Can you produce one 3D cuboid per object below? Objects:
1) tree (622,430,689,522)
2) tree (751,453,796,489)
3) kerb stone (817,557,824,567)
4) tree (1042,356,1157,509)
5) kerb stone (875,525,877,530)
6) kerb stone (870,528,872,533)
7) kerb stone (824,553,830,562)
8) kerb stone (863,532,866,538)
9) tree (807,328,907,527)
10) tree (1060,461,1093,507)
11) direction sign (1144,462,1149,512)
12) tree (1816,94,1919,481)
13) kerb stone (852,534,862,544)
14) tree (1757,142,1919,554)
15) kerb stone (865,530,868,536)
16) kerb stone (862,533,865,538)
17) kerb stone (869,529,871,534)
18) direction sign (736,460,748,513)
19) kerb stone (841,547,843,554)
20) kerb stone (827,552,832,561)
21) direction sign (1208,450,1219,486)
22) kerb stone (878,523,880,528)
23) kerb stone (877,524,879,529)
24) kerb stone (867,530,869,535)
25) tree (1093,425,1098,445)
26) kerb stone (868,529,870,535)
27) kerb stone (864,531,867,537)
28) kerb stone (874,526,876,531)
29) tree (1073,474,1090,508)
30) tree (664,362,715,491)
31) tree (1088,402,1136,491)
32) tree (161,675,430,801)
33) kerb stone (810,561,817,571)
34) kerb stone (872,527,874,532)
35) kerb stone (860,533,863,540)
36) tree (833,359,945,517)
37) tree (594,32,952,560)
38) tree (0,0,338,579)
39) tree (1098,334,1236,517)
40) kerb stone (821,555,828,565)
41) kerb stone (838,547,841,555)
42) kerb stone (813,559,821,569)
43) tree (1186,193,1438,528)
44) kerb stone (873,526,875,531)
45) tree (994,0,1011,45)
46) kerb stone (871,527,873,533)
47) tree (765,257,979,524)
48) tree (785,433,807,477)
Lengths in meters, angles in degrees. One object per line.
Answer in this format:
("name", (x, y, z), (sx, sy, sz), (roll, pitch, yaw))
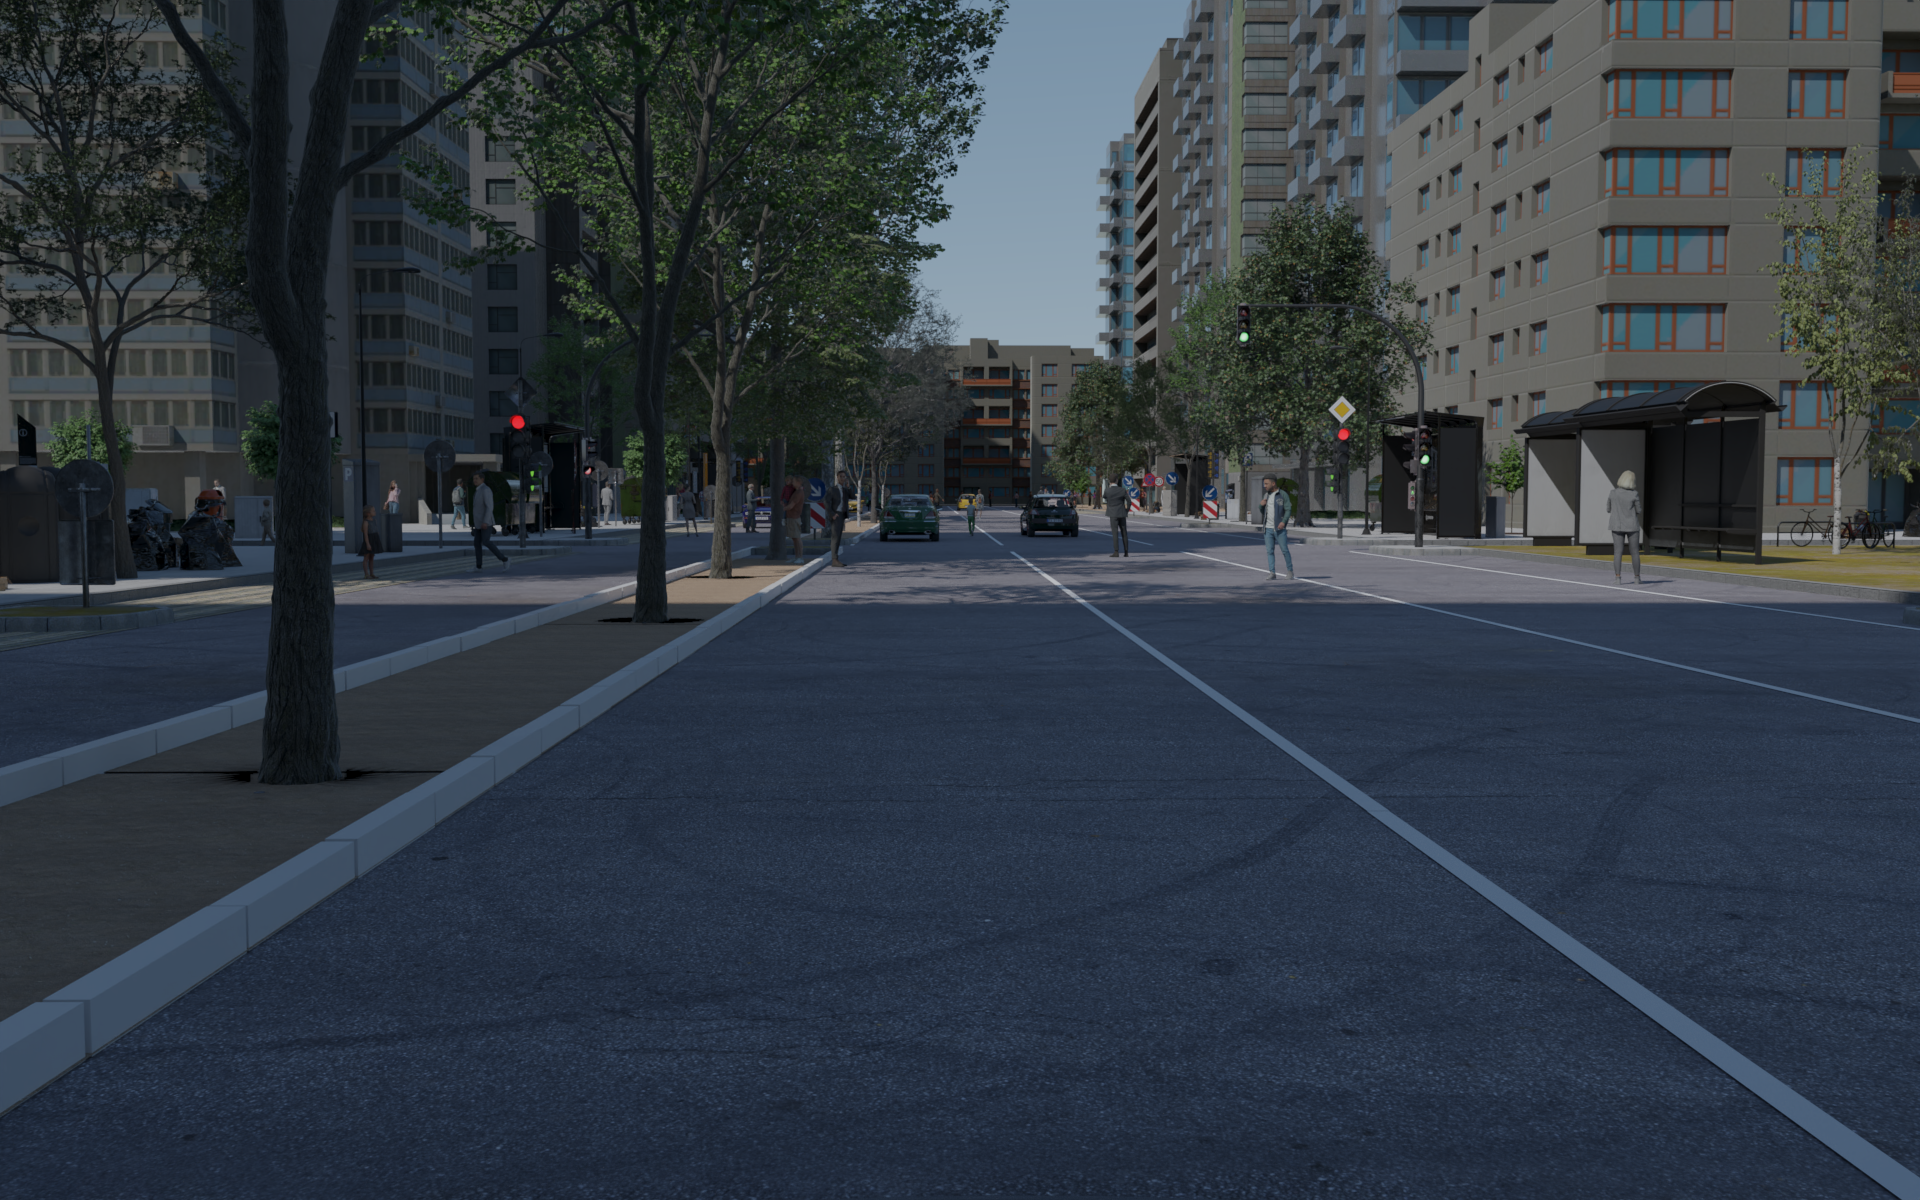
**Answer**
("tree", (-14.152, -5.905, 80.266), (4.285, 4.588, 4.351), (0, 3, 0))
("tree", (-14.260, -9.091, 132.350), (4.285, 4.588, 4.351), (0, 3, 0))
("kerb stone", (-2.775, -0.695, 33.594), (0.120, 0.150, 1.000), (0, 4, -1))
("tree", (11.622, -13.901, 144.282), (9.611, 12.733, 9.660), (0, 3, 0))
("kerb stone", (-3.330, -2.676, 65.949), (0.120, 0.150, 1.000), (0, 4, -1))
("kerb stone", (-3.241, -2.362, 60.812), (0.120, 0.150, 1.000), (0, 4, -1))
("kerb stone", (-2.811, -0.819, 35.638), (0.120, 0.150, 1.000), (0, 4, -1))
("kerb stone", (-3.131, -1.983, 54.650), (0.120, 0.150, 1.000), (0, 4, -1))
("tree", (-4.420, -7.503, 75.495), (4.360, 8.622, 3.978), (0, 3, 0))
("tree", (11.315, -11.331, 168.968), (4.285, 4.588, 4.351), (0, 3, 0))
("direction sign", (13.425, -8.104, 124.498), (0.379, 3.537, 0.876), (2, 4, 28))
("tree", (17.670, -4.913, 30.697), (4.360, 8.622, 3.978), (0, 3, 0))
("kerb stone", (-3.080, -1.797, 51.569), (0.120, 0.150, 1.000), (0, 4, -1))
("tree", (18.722, -5.265, 36.440), (4.737, 8.622, 4.395), (0, 3, 0))
("kerb stone", (-3.169, -2.111, 56.708), (0.120, 0.150, 1.000), (0, 4, -1))
("kerb stone", (-3.112, -1.922, 53.622), (0.120, 0.150, 1.000), (0, 4, -1))
("kerb stone", (-3.223, -2.298, 59.785), (0.120, 0.150, 1.000), (0, 4, -1))
("direction sign", (-14.678, -7.624, 116.649), (0.876, 3.537, 0.379), (-2, 4, -34))
("kerb stone", (-2.898, -1.135, 40.750), (0.120, 0.150, 1.000), (0, 4, -1))
("kerb stone", (-2.824, -0.880, 36.663), (0.120, 0.150, 1.000), (0, 4, -1))
("direction sign", (13.017, -5.937, 89.067), (0.379, 3.537, 0.876), (-2, 4, -30))
("kerb stone", (-3.398, -2.926, 70.056), (0.120, 0.150, 1.000), (0, 4, -1))
("kerb stone", (-3.362, -2.802, 68.010), (0.120, 0.150, 1.000), (0, 4, -1))
("kerb stone", (-3.185, -2.174, 57.738), (0.120, 0.150, 1.000), (0, 4, -1))
("tree", (12.160, -10.899, 112.611), (7.601, 10.594, 8.767), (0, 4, -6))
("kerb stone", (-3.203, -2.234, 58.761), (0.120, 0.150, 1.000), (0, 4, -1))
("kerb stone", (-3.157, -2.047, 55.681), (0.120, 0.150, 1.000), (0, 4, -1))
("kerb stone", (-3.317, -2.613, 64.927), (0.120, 0.150, 1.000), (0, 4, -1))
("tree", (11.670, -10.333, 163.547), (1.663, 3.219, 1.824), (0, 3, 0))
("tree", (-14.801, -8.674, 92.190), (4.737, 8.622, 4.395), (0, 3, 0))
("tree", (11.847, -11.380, 136.431), (4.360, 8.622, 3.978), (0, 3, 0))
("tree", (-3.182, -4.891, 8.179), (9.928, 11.665, 9.643), (0, 3, 0))
("kerb stone", (-2.736, -0.572, 31.545), (0.120, 0.150, 1.000), (0, 4, -1))
("kerb stone", (-3.276, -2.483, 62.872), (0.120, 0.150, 1.000), (0, 4, -1))
("kerb stone", (-3.096, -1.860, 52.600), (0.120, 0.150, 1.000), (0, 4, -1))
("tree", (-5.126, -10.504, 108.614), (8.767, 10.594, 7.601), (0, 4, -1))
("tree", (-4.066, -7.156, 37.577), (7.486, 12.596, 7.792), (0, 3, 0))
("tree", (-13.009, -5.603, 26.027), (7.601, 10.594, 8.767), (0, 4, -1))
("tree", (12.458, -9.824, 95.027), (8.767, 10.594, 7.601), (1, 4, 9))
("kerb stone", (-2.784, -0.759, 34.616), (0.120, 0.150, 1.000), (0, 4, -1))
("kerb stone", (-2.879, -1.072, 39.728), (0.120, 0.150, 1.000), (0, 4, -1))
("kerb stone", (-2.755, -0.634, 32.566), (0.120, 0.150, 1.000), (0, 4, -1))
("tree", (13.207, -9.117, 66.066), (9.611, 12.733, 9.660), (0, 3, 0))
("kerb stone", (-3.288, -2.551, 63.905), (0.120, 0.150, 1.000), (0, 4, -1))
("tree", (-5.323, -11.959, 53.868), (12.611, 20.169, 13.585), (0, 3, 0))
("kerb stone", (-3.255, -2.424, 61.834), (0.120, 0.150, 1.000), (0, 4, -1))
("tree", (-4.149, -10.446, 83.621), (12.009, 13.543, 11.850), (0, 3, 0))
("tree", (-15.823, -13.537, 171.692), (4.360, 8.622, 3.978), (0, 3, 0))
